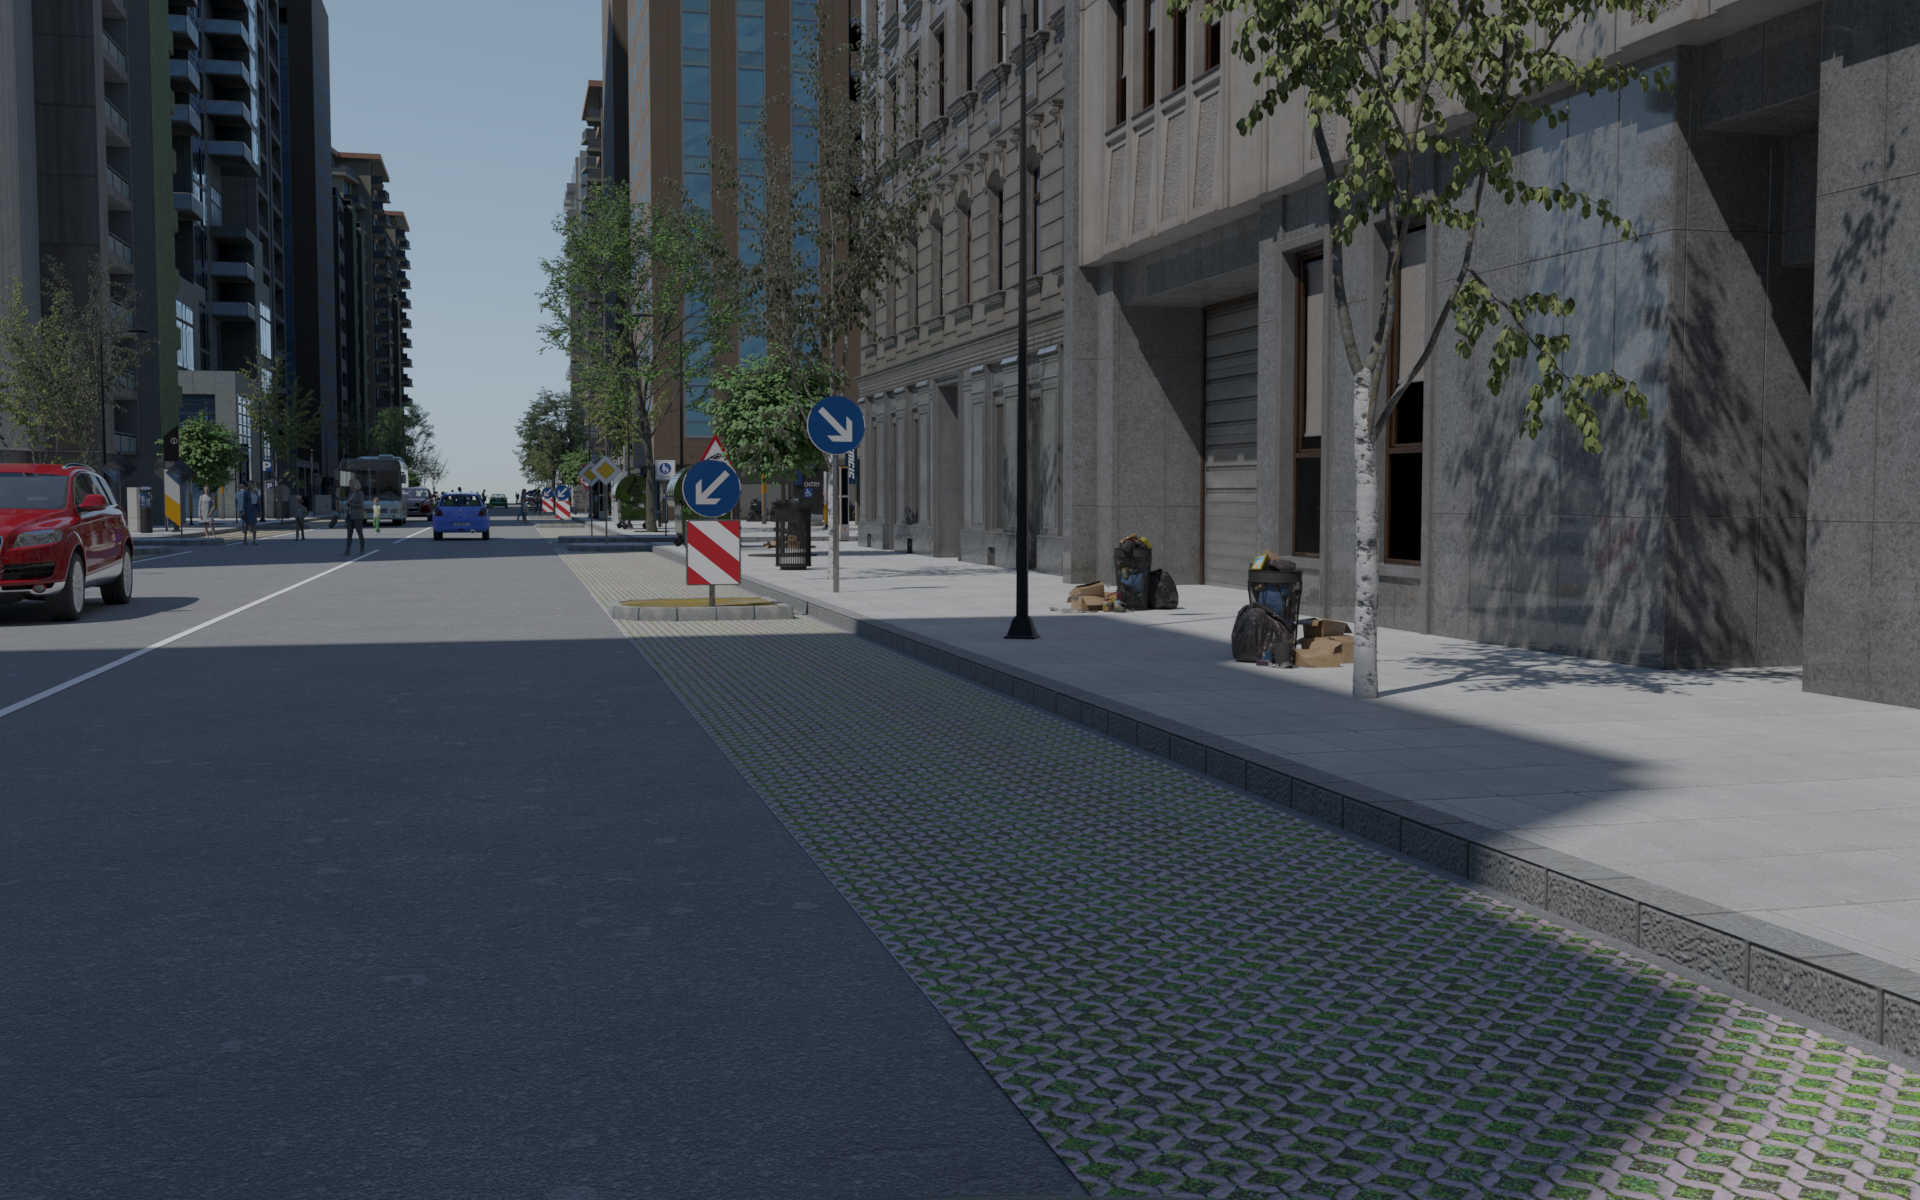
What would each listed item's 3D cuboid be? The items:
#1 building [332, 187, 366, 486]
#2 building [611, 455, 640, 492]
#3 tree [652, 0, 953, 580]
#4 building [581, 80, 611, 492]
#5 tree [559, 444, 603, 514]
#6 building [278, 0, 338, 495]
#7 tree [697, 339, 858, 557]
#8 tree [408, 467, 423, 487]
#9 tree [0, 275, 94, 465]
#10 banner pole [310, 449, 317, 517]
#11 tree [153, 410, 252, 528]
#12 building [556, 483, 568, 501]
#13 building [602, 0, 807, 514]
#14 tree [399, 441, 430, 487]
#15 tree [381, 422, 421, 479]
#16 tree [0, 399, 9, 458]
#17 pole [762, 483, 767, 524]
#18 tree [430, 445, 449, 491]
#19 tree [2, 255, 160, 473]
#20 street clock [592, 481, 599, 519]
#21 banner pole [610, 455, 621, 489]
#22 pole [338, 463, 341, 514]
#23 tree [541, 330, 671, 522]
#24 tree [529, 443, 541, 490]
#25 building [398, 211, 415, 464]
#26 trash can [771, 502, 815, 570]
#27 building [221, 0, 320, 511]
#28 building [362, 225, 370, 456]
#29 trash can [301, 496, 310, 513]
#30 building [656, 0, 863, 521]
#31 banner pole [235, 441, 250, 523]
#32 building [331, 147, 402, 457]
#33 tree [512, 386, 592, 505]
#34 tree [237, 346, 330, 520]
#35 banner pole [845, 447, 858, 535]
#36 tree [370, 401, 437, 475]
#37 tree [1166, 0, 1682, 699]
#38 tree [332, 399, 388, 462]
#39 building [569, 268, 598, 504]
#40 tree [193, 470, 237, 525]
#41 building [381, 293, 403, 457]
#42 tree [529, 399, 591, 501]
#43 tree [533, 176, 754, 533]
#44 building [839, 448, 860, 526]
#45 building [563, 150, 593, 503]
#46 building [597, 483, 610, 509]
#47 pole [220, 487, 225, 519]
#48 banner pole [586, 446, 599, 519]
[{"bbox_3d":[-63.674,-23.790,160.665,14.160,30.474,14.107,-1,4,-15],"label":"building"},{"bbox_3d":[-12.518,-41.358,114.452,20.563,71.187,20.611,-1,4,-15],"label":"building"},{"bbox_3d":[-2.099,-4.614,25.803,4.360,8.622,3.978,0,3,0],"label":"tree"},{"bbox_3d":[-28.639,-32.410,184.531,22.147,44.769,28.867,-1,4,-15],"label":"building"},{"bbox_3d":[-24.615,-7.930,113.364,4.285,4.588,4.351,0,3,0],"label":"tree"},{"bbox_3d":[-60.614,-30.299,145.507,14.600,45.320,14.200,-1,4,-15],"label":"building"},{"bbox_3d":[-3.751,-3.183,35.762,4.285,4.588,4.351,0,3,0],"label":"tree"},{"bbox_3d":[-65.835,-13.653,206.941,4.285,4.588,4.351,0,3,0],"label":"tree"},{"bbox_3d":[-30.974,-6.593,58.164,4.737,8.622,4.395,0,3,0],"label":"tree"},{"bbox_3d":[-36.185,-6.528,96.748,0.401,3.779,0.863,-1,4,-12],"label":"banner pole"},{"bbox_3d":[-28.761,-5.037,66.063,4.285,4.588,4.351,0,3,0],"label":"tree"},{"bbox_3d":[-47.087,-35.488,272.105,32.217,40.220,23.993,-1,4,-15],"label":"building"},{"bbox_3d":[-20.927,-29.843,138.049,14.600,45.320,14.200,-1,4,-15],"label":"building"},{"bbox_3d":[-68.716,-16.245,215.966,4.360,8.622,3.978,0,3,0],"label":"tree"},{"bbox_3d":[-57.708,-13.907,177.745,4.737,8.622,4.395,0,3,0],"label":"tree"},{"bbox_3d":[-21.572,-3.180,35.709,4.285,4.588,4.351,0,3,0],"label":"tree"},{"bbox_3d":[-8.293,-4.859,73.291,0.158,3.312,0.155,0,3,0],"label":"pole"},{"bbox_3d":[-74.909,-17.840,242.043,4.360,8.622,3.978,0,3,0],"label":"tree"},{"bbox_3d":[-26.524,-6.242,52.427,4.360,8.622,3.978,0,3,0],"label":"tree"},{"bbox_3d":[-18.709,-5.150,88.777,0.358,2.002,0.471,2,4,28],"label":"street clock"},{"bbox_3d":[-20.753,-7.017,104.742,0.863,3.779,0.401,-1,4,-11],"label":"banner pole"},{"bbox_3d":[-40.461,-7.288,112.998,0.158,3.312,0.155,0,3,0],"label":"pole"},{"bbox_3d":[-15.515,-7.825,78.296,4.737,8.622,4.395,0,3,0],"label":"tree"},{"bbox_3d":[-46.333,-14.982,195.320,4.737,8.622,4.395,0,3,0],"label":"tree"},{"bbox_3d":[-93.285,-36.868,257.410,22.147,44.769,28.867,-1,4,-15],"label":"building"},{"bbox_3d":[-2.821,-1.079,29.300,0.748,1.137,0.748,0,3,0],"label":"trash can"},{"bbox_3d":[-59.055,-42.128,127.053,20.563,71.187,20.611,-1,4,-15],"label":"building"},{"bbox_3d":[-67.529,-24.619,174.214,14.160,30.474,14.107,-1,4,-15],"label":"building"},{"bbox_3d":[-41.204,-5.938,108.737,0.748,1.137,0.748,0,3,0],"label":"trash can"},{"bbox_3d":[-9.678,-26.891,89.775,14.600,45.320,14.200,-1,4,-15],"label":"building"},{"bbox_3d":[-31.411,-5.238,75.650,0.863,3.779,0.401,0,4,4],"label":"banner pole"},{"bbox_3d":[-82.408,-34.270,214.931,22.147,44.769,28.867,-1,4,-15],"label":"building"},{"bbox_3d":[-48.317,-18.308,205.985,9.857,13.997,8.962,0,3,0],"label":"tree"},{"bbox_3d":[-34.096,-8.345,86.809,4.737,8.622,4.395,0,3,0],"label":"tree"},{"bbox_3d":[-3.278,-3.935,54.354,0.863,3.779,0.401,2,4,29],"label":"banner pole"},{"bbox_3d":[-61.641,-16.269,191.747,9.928,11.665,9.643,0,3,0],"label":"tree"},{"bbox_3d":[2.582,-3.674,10.439,4.737,8.622,4.395,0,3,0],"label":"tree"},{"bbox_3d":[-47.078,-11.317,135.398,4.360,8.622,3.978,0,3,0],"label":"tree"},{"bbox_3d":[-42.666,-27.498,221.297,14.160,30.474,14.107,-1,4,-15],"label":"building"},{"bbox_3d":[-31.597,-4.783,72.804,1.663,3.219,1.824,0,3,0],"label":"tree"},{"bbox_3d":[-84.466,-28.512,237.871,14.160,30.474,14.107,-1,4,-15],"label":"building"},{"bbox_3d":[-30.266,-11.182,133.183,4.360,8.622,3.978,0,3,0],"label":"tree"},{"bbox_3d":[-10.526,-8.079,57.851,9.928,11.665,9.643,0,3,0],"label":"tree"},{"bbox_3d":[9.544,-25.368,69.392,28.867,44.769,22.147,-1,4,-15],"label":"building"},{"bbox_3d":[-44.024,-38.183,243.902,23.786,49.044,30.456,-1,4,-15],"label":"building"},{"bbox_3d":[-17.058,-28.597,159.436,32.217,40.220,23.993,-1,4,-15],"label":"building"},{"bbox_3d":[-37.646,-5.780,88.347,0.158,3.312,0.155,0,3,0],"label":"pole"},{"bbox_3d":[-19.177,-6.148,90.542,0.863,3.779,0.401,2,4,30],"label":"banner pole"}]
